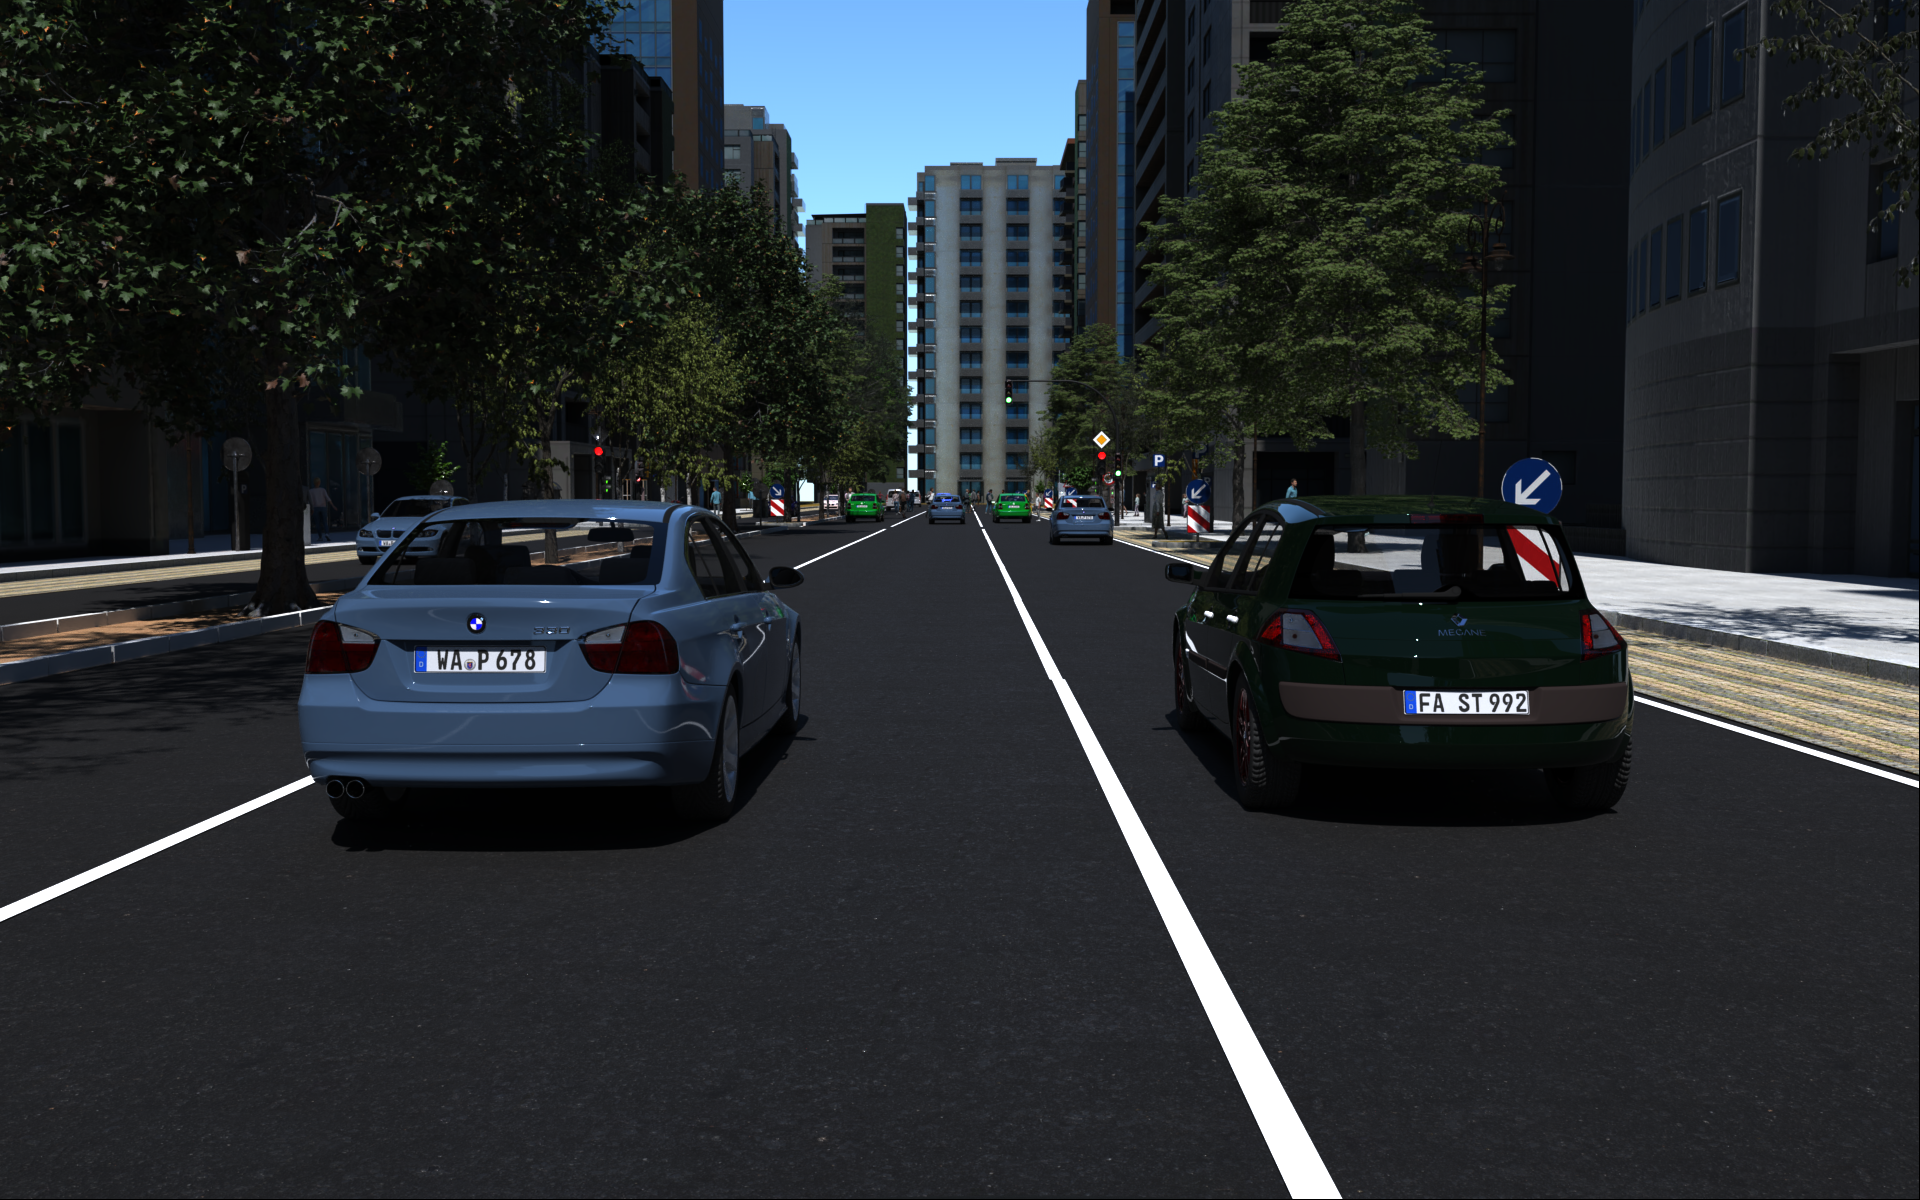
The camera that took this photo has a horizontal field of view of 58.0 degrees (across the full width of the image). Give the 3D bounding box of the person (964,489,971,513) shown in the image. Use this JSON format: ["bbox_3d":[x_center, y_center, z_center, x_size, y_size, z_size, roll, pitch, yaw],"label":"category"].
[{"bbox_3d":[0.611,-7.385,129.416,0.590,1.801,0.661,1,4,18],"label":"person"}]

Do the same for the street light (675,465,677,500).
[{"bbox_3d":[-16.316,-7.741,99.352,0.468,5.910,1.993,0,4,0],"label":"street light"}]

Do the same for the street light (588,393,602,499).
[{"bbox_3d":[-16.251,-6.403,77.474,0.468,5.910,1.993,0,4,0],"label":"street light"}]

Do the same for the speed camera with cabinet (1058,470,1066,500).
[{"bbox_3d":[8.370,-9.048,142.269,0.660,3.252,2.038,0,4,2],"label":"speed camera with cabinet"}]

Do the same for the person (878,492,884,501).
[{"bbox_3d":[-9.300,-11.787,201.931,1.217,1.743,0.721,1,4,8],"label":"person"}]

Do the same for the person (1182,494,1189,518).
[{"bbox_3d":[12.092,-5.029,92.549,0.425,1.301,0.394,-3,5,-45],"label":"person"}]

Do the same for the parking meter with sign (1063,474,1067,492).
[{"bbox_3d":[8.699,-9.101,145.062,0.543,3.016,1.738,0,4,-4],"label":"parking meter with sign"}]

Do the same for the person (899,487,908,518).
[{"bbox_3d":[-3.386,-5.796,103.224,0.622,1.834,0.822,1,4,23],"label":"person"}]

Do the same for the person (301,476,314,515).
[{"bbox_3d":[-17.375,-2.400,45.559,0.678,1.792,0.850,-2,4,-35],"label":"person"}]

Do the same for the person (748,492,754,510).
[{"bbox_3d":[-17.268,-8.432,143.769,0.638,1.841,0.748,0,4,-2],"label":"person"}]

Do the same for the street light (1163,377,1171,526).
[{"bbox_3d":[8.294,-5.863,68.655,0.468,5.910,1.993,0,4,0],"label":"street light"}]

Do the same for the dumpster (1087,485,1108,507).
[{"bbox_3d":[8.424,-6.100,105.501,1.264,1.857,1.865,0,4,0],"label":"dumpster"}]

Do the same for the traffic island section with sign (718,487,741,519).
[{"bbox_3d":[-13.925,-5.699,101.801,1.989,1.847,2.006,0,4,0],"label":"traffic island section with sign"}]

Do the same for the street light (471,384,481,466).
[{"bbox_3d":[-16.476,-5.246,58.554,0.468,5.910,1.993,0,4,0],"label":"street light"}]

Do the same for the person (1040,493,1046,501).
[{"bbox_3d":[10.310,-12.497,211.045,1.217,1.739,0.721,1,4,13],"label":"person"}]

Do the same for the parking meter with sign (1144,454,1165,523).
[{"bbox_3d":[8.552,-4.922,76.732,0.543,3.016,1.738,-1,4,-10],"label":"parking meter with sign"}]

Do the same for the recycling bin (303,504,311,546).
[{"bbox_3d":[-16.477,-1.836,42.565,0.722,1.027,0.722,1,4,19],"label":"recycling bin"}]

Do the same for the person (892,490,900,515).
[{"bbox_3d":[-4.312,-6.789,120.172,0.731,1.740,0.598,-1,4,-21],"label":"person"}]

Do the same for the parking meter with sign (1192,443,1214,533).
[{"bbox_3d":[8.238,-3.796,58.327,0.543,3.016,1.738,0,4,-3],"label":"parking meter with sign"}]

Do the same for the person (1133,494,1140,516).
[{"bbox_3d":[10.194,-5.487,100.034,0.394,1.301,0.425,1,4,19],"label":"person"}]

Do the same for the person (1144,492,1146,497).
[{"bbox_3d":[10.756,-5.694,99.325,0.466,1.800,0.511,0,4,1],"label":"person"}]

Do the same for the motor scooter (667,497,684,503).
[{"bbox_3d":[-13.604,-4.303,83.131,0.815,1.314,1.986,0,3,0],"label":"motor scooter"}]

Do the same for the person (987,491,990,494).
[{"bbox_3d":[3.837,-13.206,224.291,0.599,1.838,0.709,-2,4,-25],"label":"person"}]

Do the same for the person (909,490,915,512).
[{"bbox_3d":[-3.889,-8.016,139.823,0.793,1.790,0.793,2,4,26],"label":"person"}]

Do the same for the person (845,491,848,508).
[{"bbox_3d":[-10.790,-9.555,165.664,0.436,1.711,0.756,-1,4,-13],"label":"person"}]

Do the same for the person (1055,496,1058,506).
[{"bbox_3d":[6.739,-6.546,119.768,0.590,1.304,0.306,-3,4,-37],"label":"person"}]

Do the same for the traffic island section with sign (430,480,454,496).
[{"bbox_3d":[-14.112,-2.334,46.782,1.989,1.847,2.006,0,4,0],"label":"traffic island section with sign"}]

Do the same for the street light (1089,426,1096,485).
[{"bbox_3d":[8.460,-8.363,109.515,0.468,5.910,1.993,0,4,0],"label":"street light"}]

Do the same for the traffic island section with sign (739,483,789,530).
[{"bbox_3d":[-8.069,-3.749,69.427,2.006,1.907,1.989,0,4,0],"label":"traffic island section with sign"}]

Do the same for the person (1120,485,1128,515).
[{"bbox_3d":[9.888,-6.049,104.966,0.654,1.822,0.581,0,4,4],"label":"person"}]

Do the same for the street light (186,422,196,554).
[{"bbox_3d":[-16.514,-3.930,37.039,0.468,5.910,1.993,0,4,0],"label":"street light"}]

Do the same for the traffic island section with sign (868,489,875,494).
[{"bbox_3d":[-7.794,-8.797,151.972,2.006,1.907,1.989,0,4,0],"label":"traffic island section with sign"}]

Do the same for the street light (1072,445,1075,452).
[{"bbox_3d":[8.452,-9.650,130.569,0.468,5.910,1.993,0,4,0],"label":"street light"}]

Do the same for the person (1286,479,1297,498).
[{"bbox_3d":[11.638,-3.358,60.968,0.620,1.820,0.660,2,4,31],"label":"person"}]

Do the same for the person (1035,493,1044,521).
[{"bbox_3d":[4.149,-4.911,91.390,0.503,1.515,0.523,3,4,37],"label":"person"}]

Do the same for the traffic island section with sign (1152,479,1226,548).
[{"bbox_3d":[6.202,-2.322,46.586,1.989,1.847,2.006,0,4,0],"label":"traffic island section with sign"}]

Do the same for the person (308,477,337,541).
[{"bbox_3d":[-17.307,-2.470,47.092,0.731,1.740,0.598,-3,4,-39],"label":"person"}]

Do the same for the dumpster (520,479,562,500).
[{"bbox_3d":[-16.442,-3.807,68.002,1.264,1.857,1.865,0,4,0],"label":"dumpster"}]

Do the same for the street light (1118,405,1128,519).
[{"bbox_3d":[8.298,-7.066,88.320,0.468,5.910,1.993,0,4,0],"label":"street light"}]

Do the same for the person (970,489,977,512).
[{"bbox_3d":[1.133,-8.077,140.660,0.679,1.850,0.850,3,5,42],"label":"person"}]

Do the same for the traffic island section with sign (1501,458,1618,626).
[{"bbox_3d":[6.120,-0.673,19.631,1.989,1.847,2.006,0,4,0],"label":"traffic island section with sign"}]

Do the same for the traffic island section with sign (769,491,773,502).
[{"bbox_3d":[-13.840,-7.347,128.756,1.989,1.847,2.006,0,4,0],"label":"traffic island section with sign"}]

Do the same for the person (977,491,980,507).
[{"bbox_3d":[2.117,-11.472,196.076,0.705,1.824,1.348,0,4,4],"label":"person"}]

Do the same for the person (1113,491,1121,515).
[{"bbox_3d":[9.360,-5.965,103.774,0.606,1.804,0.583,-3,4,-37],"label":"person"}]

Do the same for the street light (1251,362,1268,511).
[{"bbox_3d":[8.142,-4.583,47.723,0.468,5.910,1.993,0,4,0],"label":"street light"}]

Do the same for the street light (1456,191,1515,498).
[{"bbox_3d":[8.085,-3.303,26.790,0.468,5.910,1.993,0,4,0],"label":"street light"}]

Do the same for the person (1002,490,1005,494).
[{"bbox_3d":[3.975,-9.322,160.874,0.705,1.831,1.348,-2,4,-30],"label":"person"}]

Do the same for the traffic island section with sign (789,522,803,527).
[{"bbox_3d":[-8.035,-4.202,76.834,2.006,1.907,1.989,0,4,0],"label":"traffic island section with sign"}]

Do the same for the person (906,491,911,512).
[{"bbox_3d":[-4.244,-8.131,142.282,0.563,1.720,0.643,0,4,-8],"label":"person"}]

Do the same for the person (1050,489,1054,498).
[{"bbox_3d":[10.959,-12.296,206.718,0.705,1.869,1.348,-1,4,-17],"label":"person"}]

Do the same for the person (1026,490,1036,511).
[{"bbox_3d":[6.135,-8.598,149.301,0.699,1.804,1.509,-2,4,-35],"label":"person"}]
